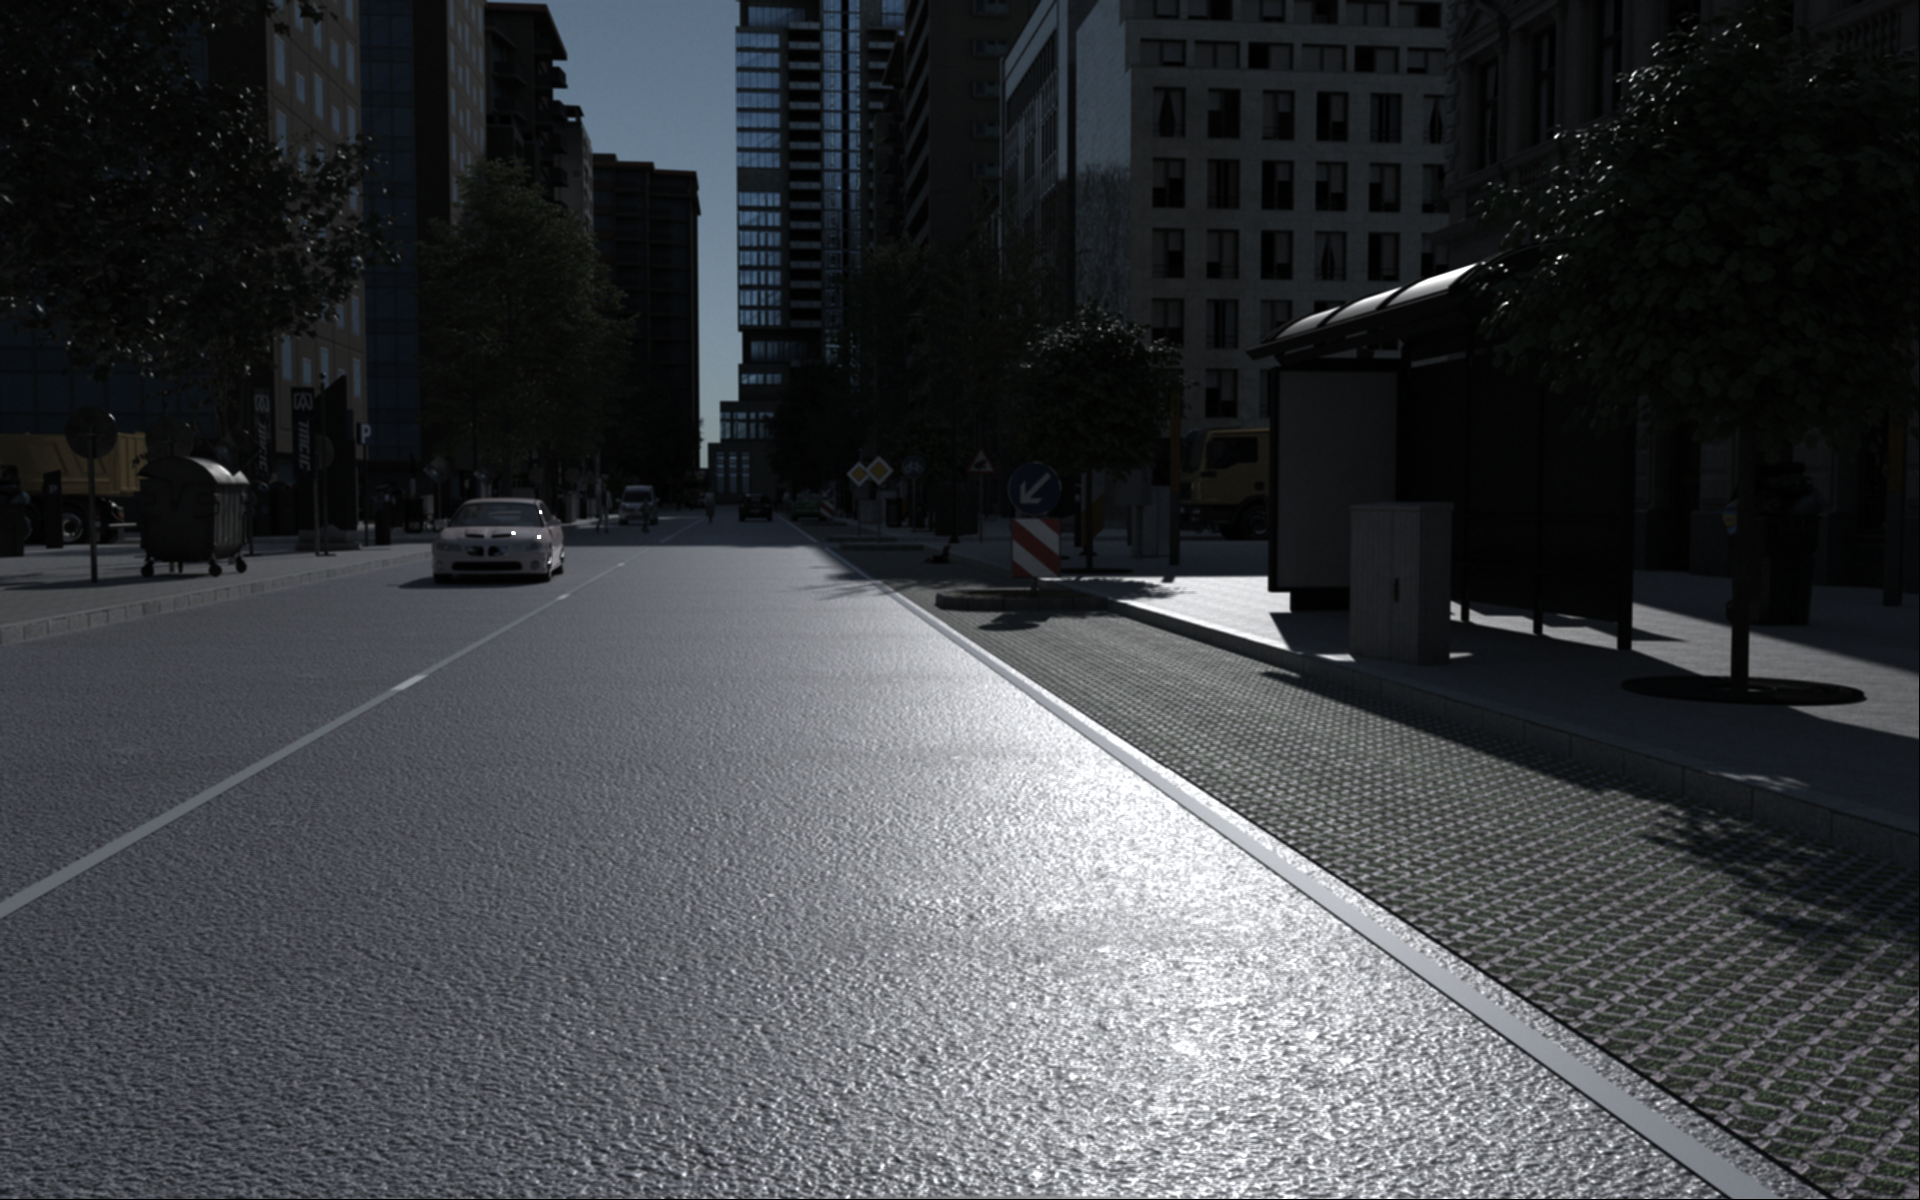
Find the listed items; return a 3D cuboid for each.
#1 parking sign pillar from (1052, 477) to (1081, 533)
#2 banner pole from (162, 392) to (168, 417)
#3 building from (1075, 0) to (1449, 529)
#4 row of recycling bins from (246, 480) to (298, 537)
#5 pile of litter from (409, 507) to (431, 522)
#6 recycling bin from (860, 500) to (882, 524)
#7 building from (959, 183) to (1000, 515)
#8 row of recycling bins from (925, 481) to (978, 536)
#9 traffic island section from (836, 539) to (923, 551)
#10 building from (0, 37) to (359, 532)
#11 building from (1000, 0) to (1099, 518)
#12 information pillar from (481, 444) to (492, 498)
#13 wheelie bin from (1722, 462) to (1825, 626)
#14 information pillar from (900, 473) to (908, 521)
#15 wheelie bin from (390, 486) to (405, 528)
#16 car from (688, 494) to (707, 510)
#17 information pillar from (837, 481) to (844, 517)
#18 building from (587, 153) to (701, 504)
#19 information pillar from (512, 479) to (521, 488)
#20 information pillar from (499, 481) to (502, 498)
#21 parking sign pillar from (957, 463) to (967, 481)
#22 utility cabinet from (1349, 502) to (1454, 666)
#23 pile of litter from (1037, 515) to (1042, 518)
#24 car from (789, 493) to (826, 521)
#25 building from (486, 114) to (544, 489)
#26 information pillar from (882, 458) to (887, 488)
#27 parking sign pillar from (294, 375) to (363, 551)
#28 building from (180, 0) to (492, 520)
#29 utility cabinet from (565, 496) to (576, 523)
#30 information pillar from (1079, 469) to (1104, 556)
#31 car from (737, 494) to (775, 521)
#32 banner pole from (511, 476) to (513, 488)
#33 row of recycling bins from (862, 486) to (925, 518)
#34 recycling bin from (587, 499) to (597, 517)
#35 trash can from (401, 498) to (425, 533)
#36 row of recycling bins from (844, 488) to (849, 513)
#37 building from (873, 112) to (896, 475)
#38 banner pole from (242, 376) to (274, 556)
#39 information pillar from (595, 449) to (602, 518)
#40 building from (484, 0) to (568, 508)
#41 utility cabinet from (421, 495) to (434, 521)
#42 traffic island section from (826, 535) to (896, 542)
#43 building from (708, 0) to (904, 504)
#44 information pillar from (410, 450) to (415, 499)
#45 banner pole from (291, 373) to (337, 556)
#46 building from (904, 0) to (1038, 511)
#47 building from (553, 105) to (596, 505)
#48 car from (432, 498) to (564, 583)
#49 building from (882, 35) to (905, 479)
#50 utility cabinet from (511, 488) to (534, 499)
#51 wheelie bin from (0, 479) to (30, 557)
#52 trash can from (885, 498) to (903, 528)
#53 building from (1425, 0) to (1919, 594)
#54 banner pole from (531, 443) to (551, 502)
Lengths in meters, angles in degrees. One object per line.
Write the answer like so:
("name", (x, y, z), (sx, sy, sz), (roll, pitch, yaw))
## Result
("parking sign pillar", (3.755, -4.268, 58.254), (1.447, 3.967, 1.447), (2, 4, 34))
("banner pole", (-19.307, -3.190, 42.178), (0.401, 3.779, 0.863), (-2, 4, -32))
("building", (13.779, -13.034, 67.865), (16.860, 20.320, 10.420), (0, 4, -7))
("row of recycling bins", (-21.093, -2.795, 52.817), (1.069, 1.692, 3.534), (2, 4, 28))
("pile of litter", (-24.937, -3.989, 79.186), (1.719, 0.858, 1.176), (0, 4, -2))
("recycling bin", (-3.863, -3.817, 74.962), (0.722, 1.027, 0.722), (3, 4, 38))
("building", (7.339, -17.925, 112.162), (14.460, 24.649, 34.723), (0, 4, -7))
("row of recycling bins", (-0.135, -2.892, 54.403), (1.069, 1.692, 3.534), (1, 4, 11))
("traffic island section", (-2.076, -1.383, 44.896), (2.009, 0.180, 2.903), (0, 4, -7))
("building", (-30.605, -25.250, 62.953), (14.600, 45.320, 14.200), (0, 4, -7))
("building", (9.347, -16.324, 84.923), (12.078, 24.808, 19.932), (0, 4, -7))
("information pillar", (-21.490, -5.331, 78.515), (0.504, 3.616, 0.183), (-3, 5, -41))
("wheelie bin", (8.053, -0.561, 17.081), (0.980, 1.594, 0.693), (-1, 4, -11))
("information pillar", (-2.649, -5.501, 81.294), (0.183, 3.616, 0.504), (3, 4, 36))
("wheelie bin", (-21.541, -3.560, 66.118), (0.693, 1.594, 0.980), (-2, 4, -27))
("car", (-23.813, -9.082, 158.278), (2.009, 1.686, 4.222), (0, 4, -7))
("information pillar", (-6.690, -5.651, 96.879), (0.304, 2.012, 0.304), (-3, 4, -37))
("building", (-48.320, -34.898, 225.206), (28.867, 44.769, 22.147), (0, 4, -7))
("information pillar", (-21.355, -4.833, 83.515), (0.304, 2.012, 0.304), (3, 4, 37))
("information pillar", (-24.885, -5.479, 94.074), (0.304, 2.012, 0.304), (-1, 4, -18))
("parking sign pillar", (-0.268, -6.280, 91.143), (1.447, 3.967, 1.447), (2, 4, 30))
("utility cabinet", (3.391, -0.137, 13.401), (0.306, 1.237, 1.020), (-1, 4, -18))
("pile of litter", (2.960, -3.453, 70.420), (1.176, 0.858, 1.719), (-1, 4, -19))
("car", (-8.032, -5.076, 91.792), (1.959, 1.807, 4.718), (0, 4, -8))
("building", (-39.521, -22.000, 131.406), (14.160, 30.474, 14.107), (0, 4, -7))
("information pillar", (-4.704, -7.079, 107.092), (0.183, 3.616, 0.504), (-3, 5, -39))
("parking sign pillar", (-14.485, -3.126, 39.585), (1.447, 3.967, 1.447), (1, 4, 18))
("building", (-36.331, -27.707, 103.120), (14.600, 45.320, 14.200), (0, 4, -7))
("utility cabinet", (-17.084, -3.963, 75.961), (0.306, 1.237, 1.020), (0, 4, -2))
("information pillar", (2.751, -2.733, 36.044), (0.504, 3.616, 0.183), (-1, 4, -15))
("car", (-10.843, -5.030, 92.026), (2.009, 1.686, 4.222), (0, 4, -5))
("banner pole", (-22.398, -5.883, 86.205), (0.401, 3.779, 0.863), (-2, 4, -35))
("row of recycling bins", (-3.525, -5.290, 93.600), (3.534, 1.692, 1.069), (-1, 4, -13))
("recycling bin", (-20.672, -5.161, 96.931), (0.722, 1.027, 0.722), (-3, 5, -44))
("trash can", (-17.898, -2.757, 56.723), (0.748, 1.137, 0.748), (0, 3, 0))
("row of recycling bins", (-7.889, -6.852, 119.149), (1.069, 1.692, 3.534), (1, 4, 21))
("building", (-2.589, -30.951, 189.641), (14.154, 41.232, 14.086), (0, 4, -7))
("banner pole", (-14.609, -2.814, 36.027), (0.401, 3.779, 0.863), (1, 4, 23))
("information pillar", (-18.976, -6.092, 90.958), (0.183, 3.616, 0.504), (-3, 5, -44))
("building", (-46.381, -30.458, 152.605), (22.147, 44.769, 28.867), (0, 4, -7))
("utility cabinet", (-24.997, -4.289, 81.283), (0.306, 1.237, 1.020), (0, 4, 0))
("traffic island section", (-3.048, -1.868, 52.822), (2.009, 0.180, 2.903), (0, 4, -7))
("building", (-17.625, -55.997, 228.214), (31.000, 86.520, 22.319), (0, 4, -7))
("information pillar", (-28.951, -6.130, 91.586), (0.183, 3.616, 0.504), (-3, 4, -38))
("banner pole", (-13.366, -2.798, 35.762), (0.863, 3.779, 0.401), (-2, 4, -34))
("building", (7.044, -31.652, 141.211), (21.300, 48.544, 21.600), (0, 4, -7))
("building", (-46.178, -30.594, 183.813), (14.086, 41.232, 14.154), (0, 4, -7))
("car", (-7.838, -1.057, 29.651), (2.083, 1.381, 4.827), (-1, 4, -9))
("building", (3.975, -31.322, 166.745), (22.147, 44.769, 28.867), (0, 4, -7))
("utility cabinet", (-15.462, -3.185, 60.746), (1.173, 1.500, 0.318), (2, 4, 28))
("wheelie bin", (-19.529, -1.685, 35.461), (0.693, 1.594, 0.980), (3, 5, 41))
("trash can", (-2.532, -3.348, 66.396), (0.748, 1.137, 0.748), (0, 3, 0))
("building", (16.265, -12.184, 28.095), (11.050, 23.489, 19.941), (0, 4, -7))
("banner pole", (-20.651, -5.795, 84.762), (0.863, 3.779, 0.401), (2, 4, 27))
